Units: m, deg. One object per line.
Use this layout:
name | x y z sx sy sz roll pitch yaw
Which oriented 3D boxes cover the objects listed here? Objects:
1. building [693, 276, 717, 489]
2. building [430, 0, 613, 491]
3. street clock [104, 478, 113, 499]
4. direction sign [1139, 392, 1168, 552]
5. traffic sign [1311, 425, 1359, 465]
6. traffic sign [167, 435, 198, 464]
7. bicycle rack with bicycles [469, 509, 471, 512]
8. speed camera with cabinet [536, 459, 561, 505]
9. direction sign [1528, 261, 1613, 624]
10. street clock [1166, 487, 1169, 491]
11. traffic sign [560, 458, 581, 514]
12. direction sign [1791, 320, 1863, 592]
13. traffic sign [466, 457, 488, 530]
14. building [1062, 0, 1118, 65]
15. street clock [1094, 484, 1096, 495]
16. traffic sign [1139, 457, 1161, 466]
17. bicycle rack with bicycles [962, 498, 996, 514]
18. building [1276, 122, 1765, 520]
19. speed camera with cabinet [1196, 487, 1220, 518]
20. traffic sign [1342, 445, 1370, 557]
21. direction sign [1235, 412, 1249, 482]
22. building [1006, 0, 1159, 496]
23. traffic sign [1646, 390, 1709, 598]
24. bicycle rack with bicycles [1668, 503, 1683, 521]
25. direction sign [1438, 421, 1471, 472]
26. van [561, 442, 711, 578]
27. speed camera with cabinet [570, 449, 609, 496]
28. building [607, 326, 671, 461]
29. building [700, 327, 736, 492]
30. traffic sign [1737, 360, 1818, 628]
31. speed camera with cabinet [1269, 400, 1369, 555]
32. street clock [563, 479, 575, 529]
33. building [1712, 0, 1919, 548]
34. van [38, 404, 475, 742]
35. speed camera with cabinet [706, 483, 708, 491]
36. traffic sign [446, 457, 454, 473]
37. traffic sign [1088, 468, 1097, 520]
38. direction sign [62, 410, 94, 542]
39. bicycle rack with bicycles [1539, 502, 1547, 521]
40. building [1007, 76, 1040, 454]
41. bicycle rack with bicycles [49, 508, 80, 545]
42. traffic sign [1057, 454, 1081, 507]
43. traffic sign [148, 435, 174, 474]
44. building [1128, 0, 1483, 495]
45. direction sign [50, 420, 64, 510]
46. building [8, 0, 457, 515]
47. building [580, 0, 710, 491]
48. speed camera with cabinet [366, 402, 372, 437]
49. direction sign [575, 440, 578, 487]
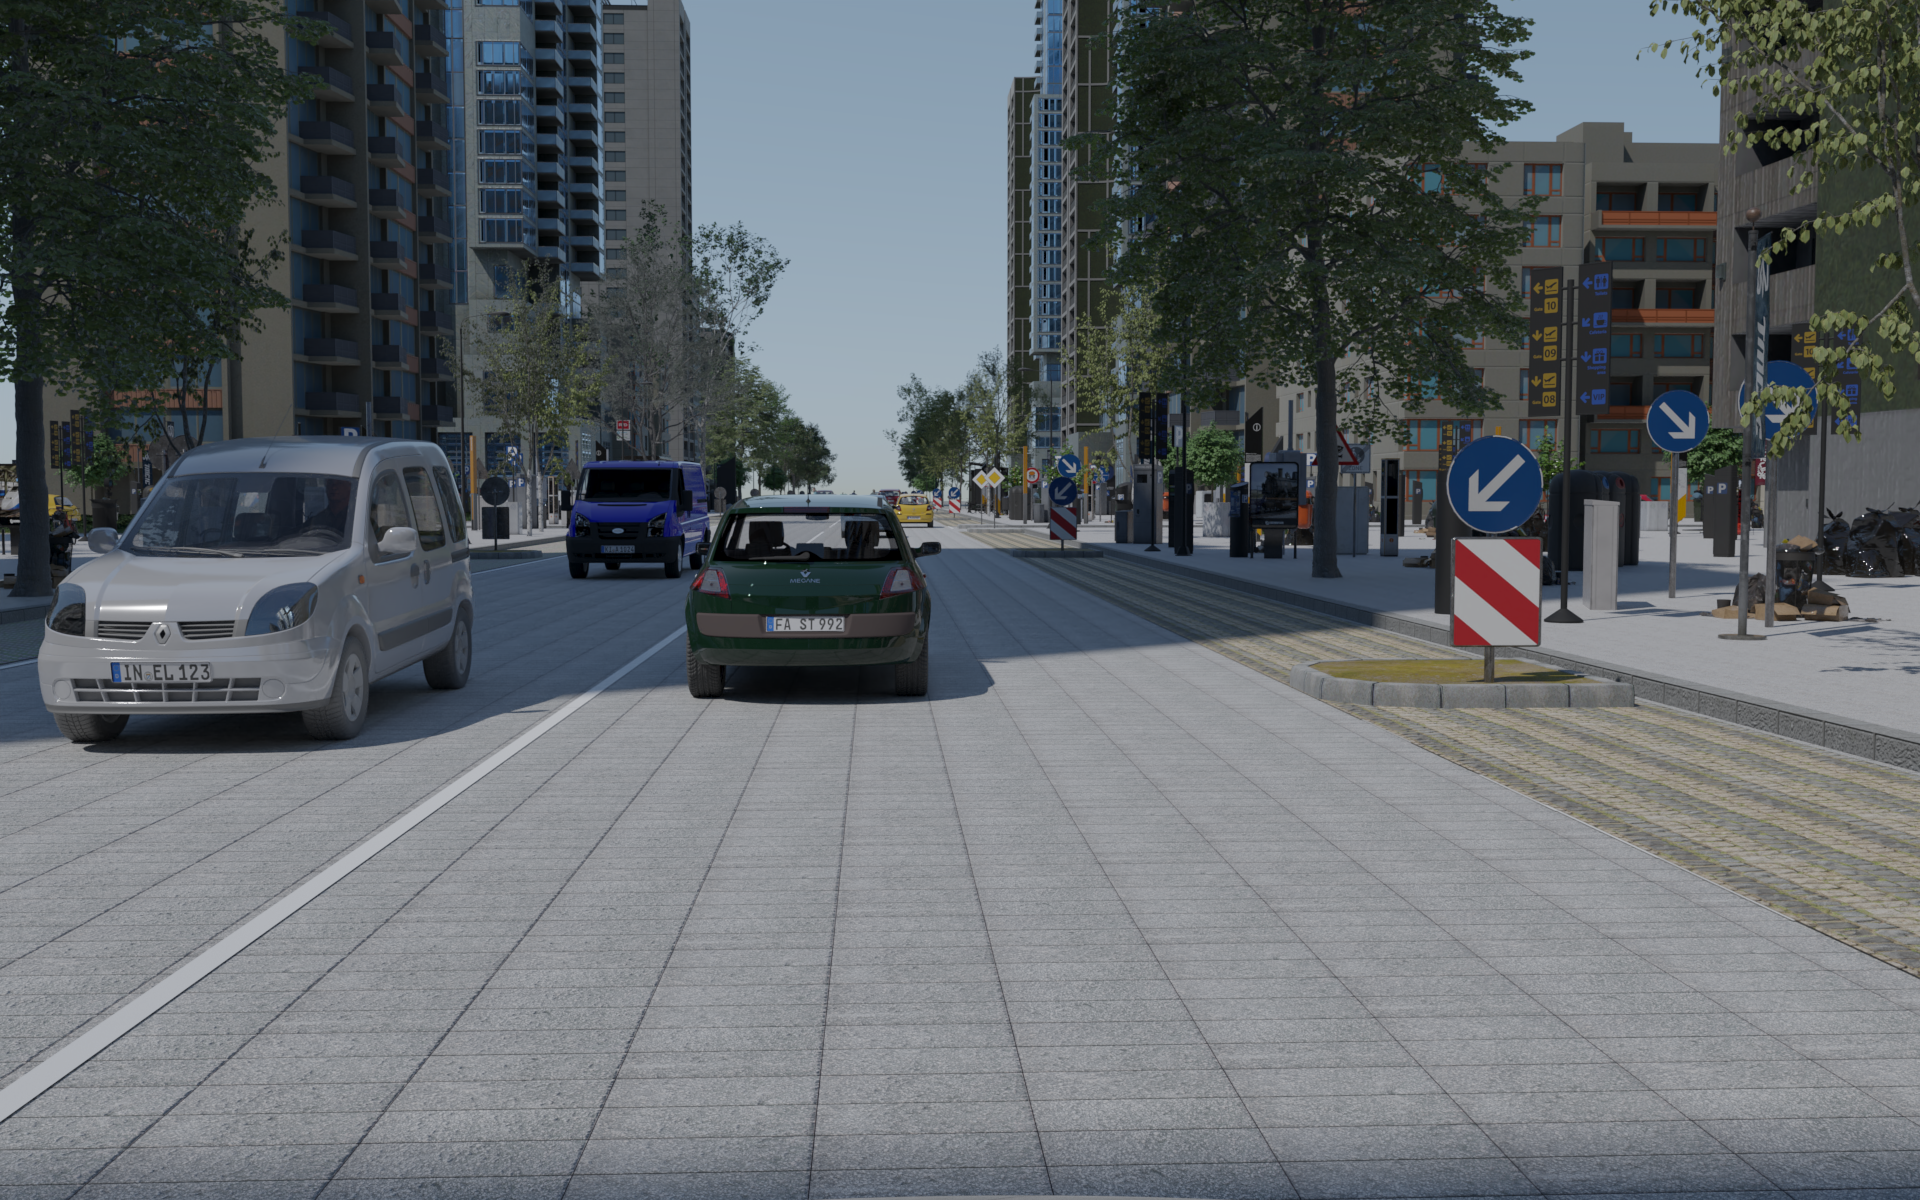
building | -54.503 -35.815 277.459 32.217 40.220 23.993 0 4 -3
building | -44.012 -51.777 159.226 22.319 86.520 31.000 0 4 -3
street clock | -38.026 -4.454 77.386 0.358 2.002 0.471 0 4 -4
direction sign | 4.315 -2.857 38.713 0.876 3.537 0.379 -3 4 -39
traffic sign | 6.944 -1.965 32.124 0.884 2.594 0.081 0 4 1
traffic sign | -16.618 -2.266 37.155 0.768 2.556 0.104 0 4 -1
bicycle rack with bicycles | -37.593 -6.891 126.043 2.925 0.926 2.852 2 4 26
speed camera with cabinet | -21.337 -5.874 90.383 2.038 3.252 0.660 1 4 10
direction sign | 6.045 -1.544 17.236 0.379 3.537 0.876 -3 5 -39
street clock | 11.596 -5.560 95.480 0.471 2.002 0.358 3 5 40
traffic sign | -14.071 -3.842 62.825 0.884 2.594 0.081 0 4 -2
direction sign | 11.377 -1.886 22.828 0.379 3.537 0.876 -3 5 -44
traffic sign | -17.059 -3.756 61.410 0.884 2.594 0.081 0 4 2
building | 20.729 -46.529 198.998 20.563 71.187 20.611 0 4 -3
street clock | 8.404 -6.301 107.583 0.471 2.002 0.358 1 4 23
traffic sign | 6.253 -3.489 57.150 0.768 2.556 0.104 0 4 5
bicycle rack with bicycles | 1.939 -6.095 113.039 2.925 0.926 2.852 1 4 12
building | 35.691 -15.563 99.497 28.899 21.520 27.650 0 4 -3
speed camera with cabinet | 13.906 -6.152 94.918 2.038 3.252 0.660 -2 4 -30
traffic sign | 7.985 -2.012 35.031 0.606 2.300 0.079 0 4 0
direction sign | 7.949 -3.432 48.107 0.379 3.537 0.876 1 4 14
building | 19.553 -58.551 269.973 22.319 86.520 31.000 0 4 -3
traffic sign | 8.772 -1.294 21.260 0.768 2.556 0.104 0 4 0
bicycle rack with bicycles | 32.778 -4.245 82.783 2.852 0.926 2.925 -1 4 -8
direction sign | 15.385 -3.778 53.761 0.876 3.537 0.379 1 4 22
van | -5.746 -1.642 31.232 2.240 2.365 5.245 0 4 -2
speed camera with cabinet | -16.107 -5.008 76.216 2.038 3.252 0.660 -2 4 -28
building | -47.627 -21.181 191.356 27.650 21.520 28.899 0 4 -3
building | -46.183 -32.183 297.888 14.160 30.474 14.107 0 4 -3
traffic sign | 7.789 -1.008 16.595 0.768 2.556 0.104 0 4 0
speed camera with cabinet | 7.620 -2.595 36.763 2.038 3.252 0.660 0 4 -6
street clock | -14.501 -3.654 64.315 0.358 2.002 0.471 1 4 19
building | 24.695 -16.280 37.877 14.160 30.474 14.107 0 4 -3
van | -4.415 -0.266 11.364 2.013 2.044 4.112 0 4 -3
speed camera with cabinet | -19.675 -8.309 130.194 0.660 3.252 2.038 2 4 24
traffic sign | -17.417 -3.558 58.284 0.768 2.556 0.104 0 4 6
traffic sign | 6.477 -5.155 84.383 0.768 2.556 0.104 0 4 -2
direction sign | -23.734 -3.357 46.889 0.379 3.537 0.876 1 4 9
bicycle rack with bicycles | 26.149 -4.077 80.038 2.925 0.926 2.852 -3 5 -39
building | 16.799 -52.497 296.574 20.563 71.187 20.611 0 4 -3
bicycle rack with bicycles | -23.693 -1.860 43.796 2.852 0.926 2.925 -2 4 -31
traffic sign | 3.473 -3.365 55.127 0.768 2.556 0.104 0 4 -1
traffic sign | -17.145 -2.278 37.355 0.768 2.556 0.104 0 4 7
building | 25.435 -29.044 129.487 22.147 44.769 28.867 0 4 -3
direction sign | -27.882 -3.777 53.751 0.379 3.537 0.876 1 4 10
building | -43.976 -27.575 105.471 22.147 44.769 28.867 0 4 -3
building | -47.685 -49.867 253.584 20.563 71.187 20.611 0 4 -3
speed camera with cabinet | -12.846 -2.583 36.569 0.660 3.252 2.038 2 4 28
direction sign | -16.120 -4.951 72.944 0.379 3.537 0.876 -1 4 -18
